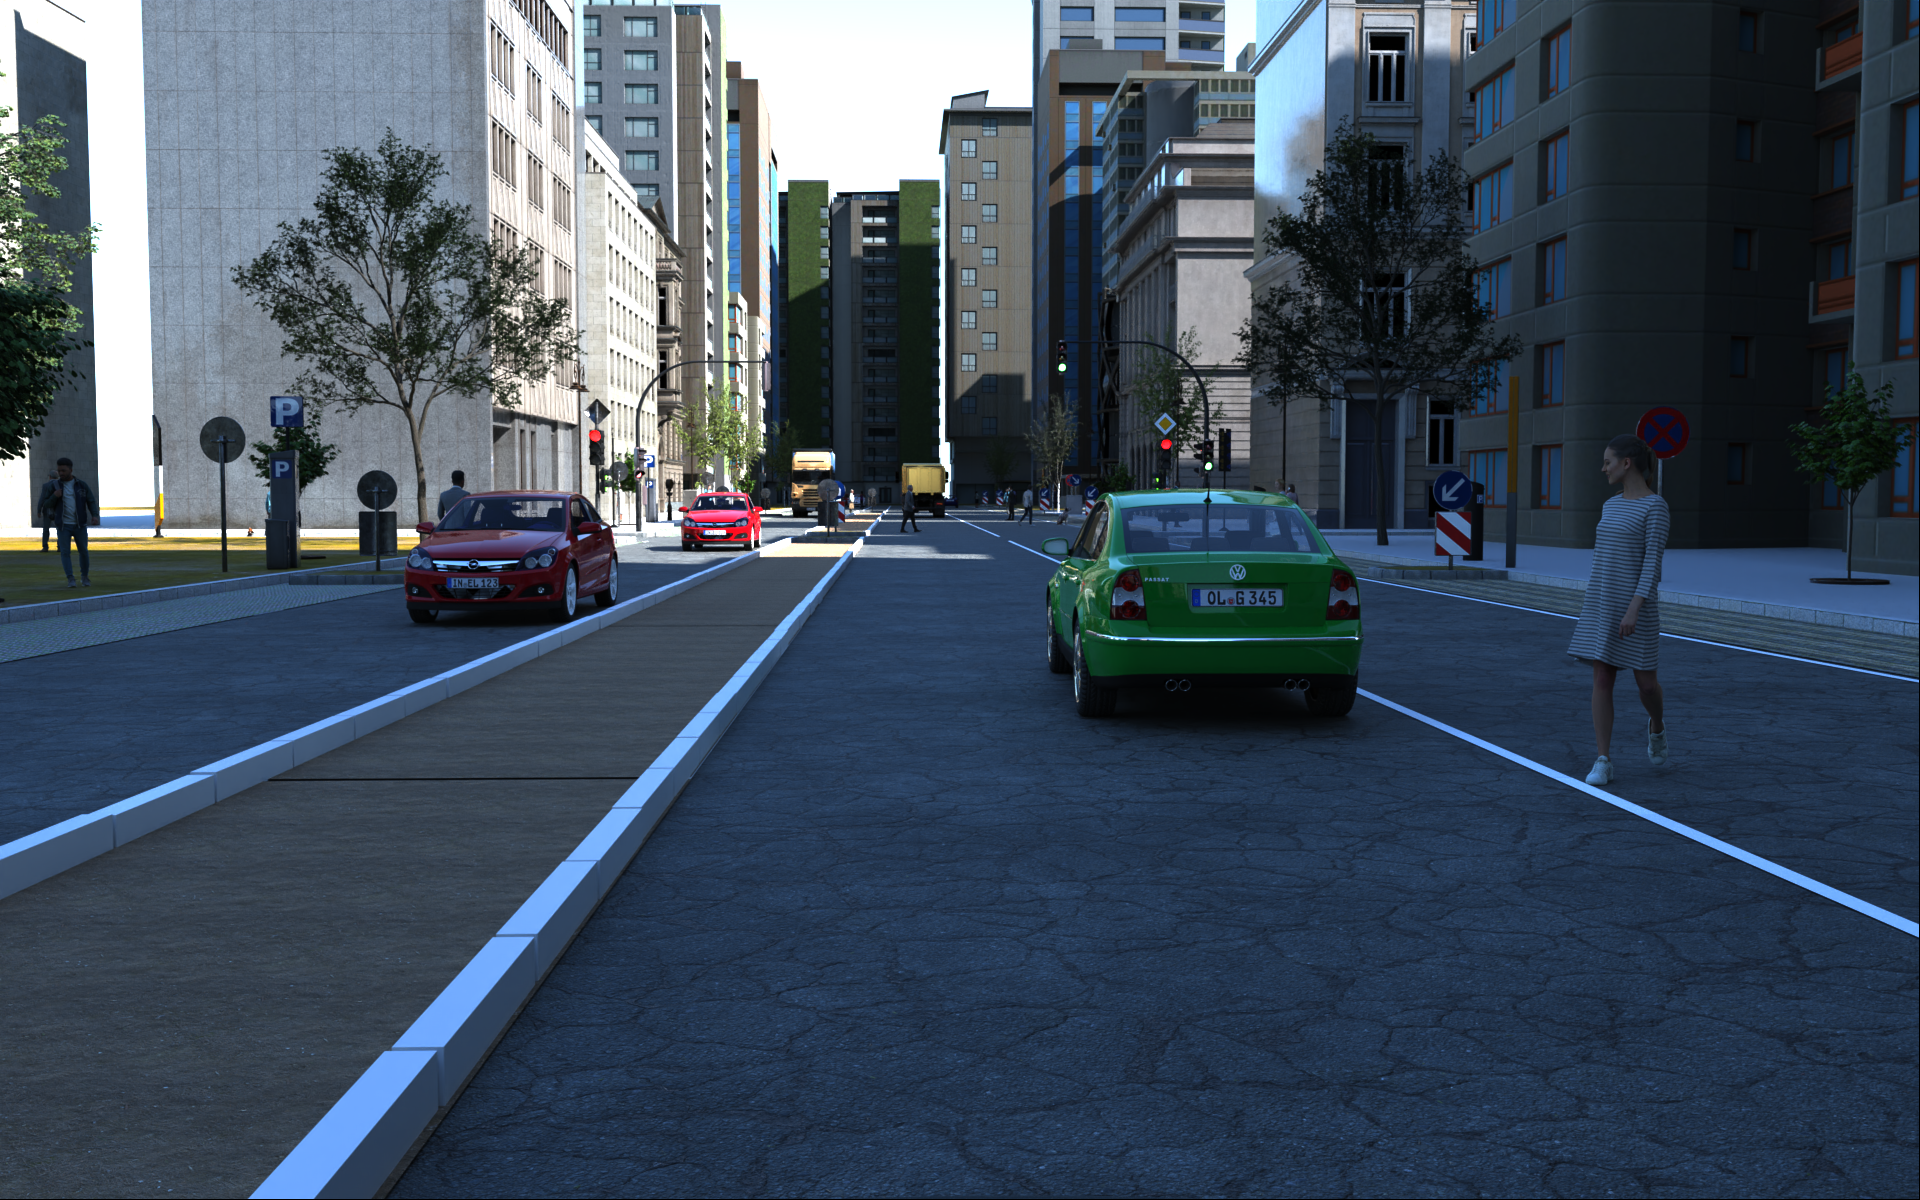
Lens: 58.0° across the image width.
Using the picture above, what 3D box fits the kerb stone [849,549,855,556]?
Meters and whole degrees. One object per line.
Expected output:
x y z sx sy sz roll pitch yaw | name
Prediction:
-2.453 -0.988 38.346 0.120 0.150 1.000 0 4 -2 | kerb stone

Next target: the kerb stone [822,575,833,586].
-2.024 -0.237 26.063 0.120 0.150 1.000 0 4 -2 | kerb stone

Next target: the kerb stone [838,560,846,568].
-2.240 -0.610 32.195 0.120 0.150 1.000 0 4 -2 | kerb stone

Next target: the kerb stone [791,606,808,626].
-1.772 0.203 18.880 0.120 0.150 1.000 0 4 -2 | kerb stone

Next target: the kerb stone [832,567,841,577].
-2.127 -0.424 29.131 0.120 0.150 1.000 0 4 -2 | kerb stone

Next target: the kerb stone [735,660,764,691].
-1.560 0.581 12.719 0.120 0.150 1.000 0 4 -2 | kerb stone

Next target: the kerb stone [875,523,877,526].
-3.571 -2.962 70.620 0.120 0.150 1.000 0 4 -2 | kerb stone

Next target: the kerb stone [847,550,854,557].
-2.411 -0.925 37.317 0.120 0.150 1.000 0 4 -2 | kerb stone

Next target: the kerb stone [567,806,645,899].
-1.341 0.957 6.574 0.120 0.150 1.000 0 4 -2 | kerb stone

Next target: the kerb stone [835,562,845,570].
-2.197 -0.548 31.174 0.120 0.150 1.000 0 4 -2 | kerb stone

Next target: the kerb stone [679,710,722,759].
-1.455 0.767 9.655 0.120 0.150 1.000 0 4 -2 | kerb stone

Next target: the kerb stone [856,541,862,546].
-2.650 -1.362 44.502 0.120 0.150 1.000 0 4 -2 | kerb stone

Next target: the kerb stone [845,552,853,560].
-2.379 -0.862 36.293 0.120 0.150 1.000 0 4 -2 | kerb stone

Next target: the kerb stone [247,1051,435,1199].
-1.248 1.145 3.498 0.120 0.150 1.000 0 4 -2 | kerb stone

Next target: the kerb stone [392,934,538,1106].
-1.275 1.081 4.520 0.120 0.150 1.000 0 4 -2 | kerb stone

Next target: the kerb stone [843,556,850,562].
-2.307 -0.735 34.247 0.120 0.150 1.000 0 4 -2 | kerb stone

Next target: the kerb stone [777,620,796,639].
-1.708 0.328 16.826 0.120 0.150 1.000 0 4 -2 | kerb stone

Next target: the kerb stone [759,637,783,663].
-1.628 0.454 14.767 0.120 0.150 1.000 0 4 -2 | kerb stone

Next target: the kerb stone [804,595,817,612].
-1.838 0.077 20.932 0.120 0.150 1.000 0 4 -2 | kerb stone

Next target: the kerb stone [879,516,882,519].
-4.217 -4.091 89.079 0.120 0.150 1.000 0 4 -2 | kerb stone

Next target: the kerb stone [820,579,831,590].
-1.986 -0.173 25.031 0.120 0.150 1.000 0 4 -2 | kerb stone

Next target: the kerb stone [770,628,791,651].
-1.661 0.391 15.805 0.120 0.150 1.000 0 4 -2 | kerb stone

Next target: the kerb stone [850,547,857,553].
-2.479 -1.048 39.368 0.120 0.150 1.000 0 4 -2 | kerb stone

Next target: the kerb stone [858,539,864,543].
-2.727 -1.485 46.544 0.120 0.150 1.000 0 4 -2 | kerb stone

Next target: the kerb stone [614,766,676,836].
-1.383 0.893 7.598 0.120 0.150 1.000 0 4 -2 | kerb stone

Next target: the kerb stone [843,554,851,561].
-2.342 -0.800 35.272 0.120 0.150 1.000 0 4 -2 | kerb stone

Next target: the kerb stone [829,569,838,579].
-2.093 -0.357 28.106 0.120 0.150 1.000 0 4 -2 | kerb stone

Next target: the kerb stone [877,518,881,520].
-3.988 -3.713 82.931 0.120 0.150 1.000 0 4 -2 | kerb stone

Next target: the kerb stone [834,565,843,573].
-2.163 -0.477 30.153 0.120 0.150 1.000 0 4 -2 | kerb stone

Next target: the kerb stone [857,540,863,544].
-2.698 -1.427 45.522 0.120 0.150 1.000 0 4 -2 | kerb stone

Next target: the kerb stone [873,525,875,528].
-3.423 -2.710 66.525 0.120 0.150 1.000 0 4 -2 | kerb stone

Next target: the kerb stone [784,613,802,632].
-1.745 0.265 17.855 0.120 0.150 1.000 0 4 -2 | kerb stone

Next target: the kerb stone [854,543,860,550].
-2.589 -1.239 42.449 0.120 0.150 1.000 0 4 -2 | kerb stone

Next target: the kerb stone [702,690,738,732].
-1.490 0.705 10.676 0.120 0.150 1.000 0 4 -2 | kerb stone

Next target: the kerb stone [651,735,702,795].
-1.417 0.830 8.621 0.120 0.150 1.000 0 4 -2 | kerb stone

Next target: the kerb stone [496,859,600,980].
-1.310 1.018 5.552 0.120 0.150 1.000 0 4 -2 | kerb stone

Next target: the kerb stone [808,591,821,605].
-1.881 0.017 21.959 0.120 0.150 1.000 0 4 -2 | kerb stone

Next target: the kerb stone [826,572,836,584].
-2.056 -0.297 27.084 0.120 0.150 1.000 0 4 -2 | kerb stone

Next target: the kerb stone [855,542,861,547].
-2.622 -1.301 43.471 0.120 0.150 1.000 0 4 -2 | kerb stone

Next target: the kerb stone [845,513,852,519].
-6.987 -5.274 108.450 0.120 0.150 1.000 0 4 -2 | kerb stone

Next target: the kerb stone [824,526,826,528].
-5.659 -2.958 70.556 0.120 0.150 1.000 0 4 -2 | kerb stone

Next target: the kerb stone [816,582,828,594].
-1.951 -0.111 24.009 0.120 0.150 1.000 0 4 -2 | kerb stone

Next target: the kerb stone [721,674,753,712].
-1.521 0.644 11.698 0.120 0.150 1.000 0 4 -2 | kerb stone

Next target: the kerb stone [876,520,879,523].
-3.783 -3.339 76.793 0.120 0.150 1.000 0 4 -2 | kerb stone

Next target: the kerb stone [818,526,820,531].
-5.481 -2.644 65.425 0.120 0.150 1.000 0 4 -2 | kerb stone

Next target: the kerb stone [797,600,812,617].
-1.813 0.140 19.910 0.120 0.150 1.000 0 4 -2 | kerb stone

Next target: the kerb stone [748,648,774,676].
-1.594 0.517 13.746 0.120 0.150 1.000 0 4 -2 | kerb stone

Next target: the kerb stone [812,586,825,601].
-1.906 -0.047 22.988 0.120 0.150 1.000 0 4 -2 | kerb stone

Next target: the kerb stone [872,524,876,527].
-3.461 -2.774 67.552 0.120 0.150 1.000 0 4 -2 | kerb stone

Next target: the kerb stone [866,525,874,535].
-3.398 -2.649 65.500 0.120 0.150 1.000 0 4 -2 | kerb stone

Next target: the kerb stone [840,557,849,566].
-2.262 -0.675 33.226 0.120 0.150 1.000 0 4 -2 | kerb stone

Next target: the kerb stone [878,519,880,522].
-3.960 -3.652 81.909 0.120 0.150 1.000 0 4 -2 | kerb stone

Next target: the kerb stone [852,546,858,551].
-2.518 -1.113 40.396 0.120 0.150 1.000 0 4 -2 | kerb stone
